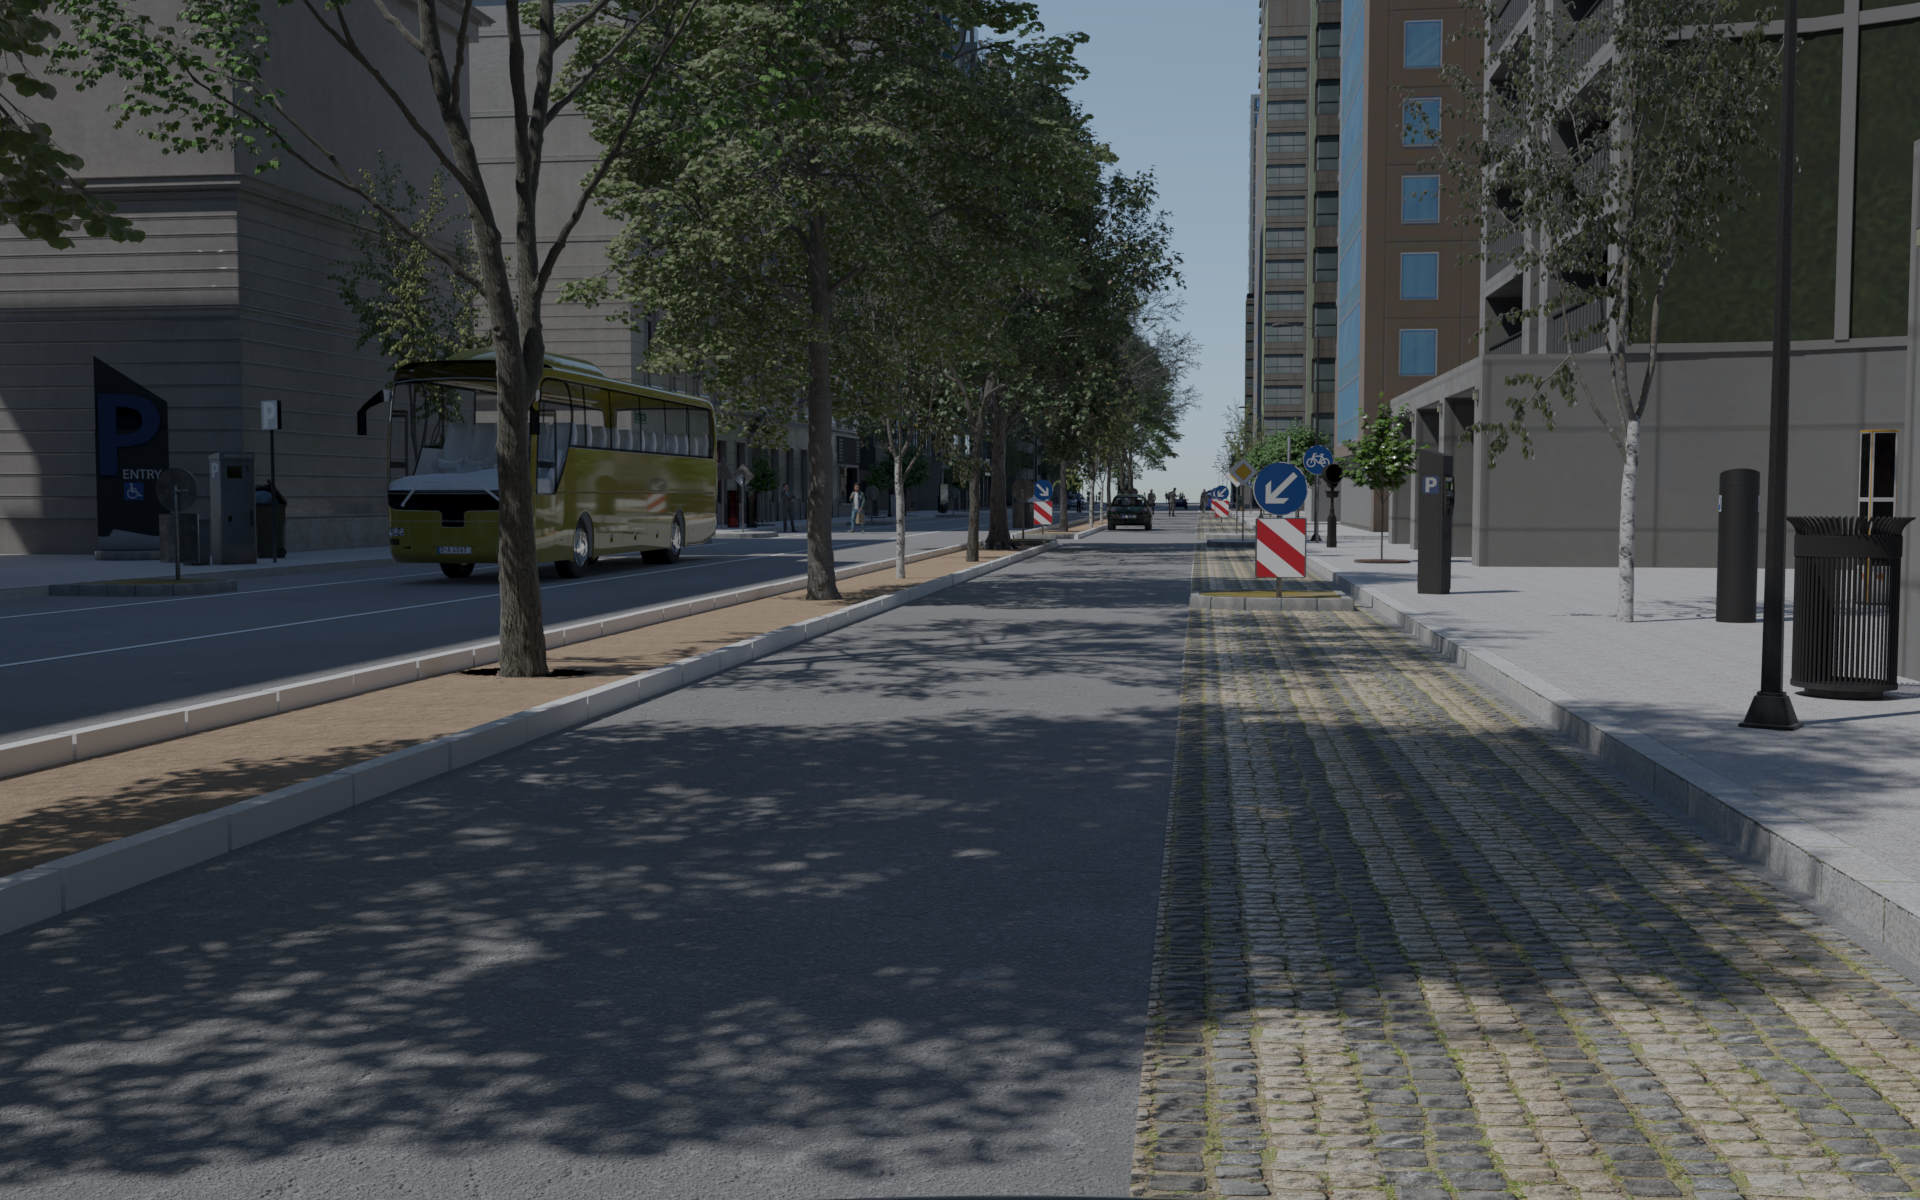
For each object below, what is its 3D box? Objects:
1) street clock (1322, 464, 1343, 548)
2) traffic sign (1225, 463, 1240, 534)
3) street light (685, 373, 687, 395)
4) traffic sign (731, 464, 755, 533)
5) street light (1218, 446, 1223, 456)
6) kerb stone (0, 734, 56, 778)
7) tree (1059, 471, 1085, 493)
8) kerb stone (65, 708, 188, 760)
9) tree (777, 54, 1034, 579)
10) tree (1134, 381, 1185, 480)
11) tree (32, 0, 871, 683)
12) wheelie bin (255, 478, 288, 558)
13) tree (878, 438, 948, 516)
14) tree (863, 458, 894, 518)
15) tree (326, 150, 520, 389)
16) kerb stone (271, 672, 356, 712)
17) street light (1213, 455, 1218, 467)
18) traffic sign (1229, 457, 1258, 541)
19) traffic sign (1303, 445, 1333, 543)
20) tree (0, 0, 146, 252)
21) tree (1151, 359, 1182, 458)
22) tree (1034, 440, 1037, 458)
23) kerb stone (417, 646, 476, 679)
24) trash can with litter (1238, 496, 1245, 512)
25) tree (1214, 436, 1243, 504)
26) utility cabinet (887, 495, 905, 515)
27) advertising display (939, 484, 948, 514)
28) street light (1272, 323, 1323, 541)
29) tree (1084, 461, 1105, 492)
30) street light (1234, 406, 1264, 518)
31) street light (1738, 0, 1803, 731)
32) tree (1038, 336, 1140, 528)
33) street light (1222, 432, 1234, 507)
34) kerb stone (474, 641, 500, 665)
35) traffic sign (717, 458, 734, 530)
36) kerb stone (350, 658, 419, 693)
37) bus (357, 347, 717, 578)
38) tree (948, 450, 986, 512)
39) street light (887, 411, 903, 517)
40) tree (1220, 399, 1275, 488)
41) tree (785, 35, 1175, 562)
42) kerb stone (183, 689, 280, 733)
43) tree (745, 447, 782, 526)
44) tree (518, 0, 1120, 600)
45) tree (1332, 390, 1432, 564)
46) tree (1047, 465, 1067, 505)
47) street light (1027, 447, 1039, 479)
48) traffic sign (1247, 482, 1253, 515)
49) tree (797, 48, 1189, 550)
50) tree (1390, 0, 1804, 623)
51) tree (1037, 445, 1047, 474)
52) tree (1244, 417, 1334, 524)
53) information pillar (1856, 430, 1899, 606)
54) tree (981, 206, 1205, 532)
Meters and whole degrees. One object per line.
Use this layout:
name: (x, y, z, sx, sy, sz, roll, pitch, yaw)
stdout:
street clock: (8.905, -2.255, 41.441, 0.471, 2.002, 0.358, -1, 4, -13)
traffic sign: (8.835, -3.157, 55.254, 0.795, 2.450, 0.064, 0, 4, 8)
street light: (-8.595, -5.207, 57.679, 1.470, 5.913, 1.316, 0, 4, 8)
traffic sign: (-7.204, -3.293, 57.489, 0.795, 2.450, 0.064, 0, 4, 8)
street light: (25.947, -11.917, 167.390, 1.470, 5.913, 1.316, 0, 4, 8)
kerb stone: (-4.864, 0.824, 8.758, 0.120, 0.150, 1.000, 0, 4, 8)
tree: (15.059, -15.240, 232.892, 4.285, 4.588, 4.351, 0, 3, 0)
kerb stone: (-4.717, 0.760, 9.769, 0.120, 0.150, 1.000, 0, 4, 8)
tree: (-1.017, -4.642, 28.714, 4.360, 8.622, 3.978, 0, 3, 0)
tree: (12.543, -12.597, 126.543, 7.486, 12.596, 7.792, 0, 3, 0)
tree: (-3.525, -5.211, 13.412, 9.928, 11.665, 9.643, 0, 3, 0)
wheelie bin: (-13.859, -1.642, 34.749, 0.693, 1.594, 0.980, -2, 4, -23)
tree: (-3.213, -7.187, 101.227, 4.285, 4.588, 4.351, 0, 3, 0)
tree: (-4.316, -5.977, 92.332, 1.663, 3.219, 1.824, 0, 3, 0)
tree: (-11.680, -5.357, 37.949, 4.737, 8.622, 4.395, 0, 3, 0)
kerb stone: (-4.434, 0.635, 11.808, 0.120, 0.150, 1.000, 0, 4, 8)
street light: (31.060, -14.221, 205.050, 1.470, 5.913, 1.316, 0, 4, 8)
traffic sign: (7.739, -2.673, 47.344, 0.795, 2.450, 0.064, 0, 4, 8)
traffic sign: (9.365, -2.767, 45.346, 0.768, 2.556, 0.104, 1, 4, 15)
tree: (-4.497, -5.141, 4.644, 7.486, 12.596, 7.792, 0, 3, 0)
tree: (11.568, -11.598, 117.832, 9.928, 11.665, 9.643, 0, 3, 0)
tree: (3.756, -12.242, 150.513, 4.360, 8.622, 3.978, 0, 3, 0)
kerb stone: (-4.158, 0.511, 13.843, 0.120, 0.150, 1.000, 0, 4, 8)
trash can with litter: (20.771, -7.109, 127.619, 0.624, 1.170, 1.055, -1, 4, -10)
tree: (33.860, -16.247, 216.003, 4.360, 8.622, 3.978, 0, 3, 0)
utility cabinet: (-3.908, -5.789, 105.817, 1.020, 1.237, 0.306, -2, 4, -24)
advertising display: (-1.077, -6.650, 113.934, 0.123, 1.923, 0.974, 2, 4, 31)
street light: (9.165, -4.560, 47.098, 1.470, 5.913, 1.316, 0, 4, 8)
tree: (21.547, -20.112, 279.200, 4.360, 8.622, 3.978, 0, 3, 0)
street light: (15.382, -7.275, 91.479, 1.470, 5.913, 1.316, 0, 4, 8)
street light: (3.937, -2.258, 9.454, 1.470, 5.913, 1.316, 0, 4, 8)
tree: (5.549, -7.367, 73.277, 4.737, 8.622, 4.395, 0, 3, 0)
street light: (20.529, -9.578, 129.135, 1.470, 5.913, 1.316, 0, 4, 8)
kerb stone: (-4.009, 0.451, 14.855, 0.120, 0.150, 1.000, 0, 4, 8)
traffic sign: (-8.535, -3.808, 62.266, 0.884, 2.594, 0.081, 1, 4, 16)
kerb stone: (-4.306, 0.573, 12.830, 0.120, 0.150, 1.000, 0, 4, 8)
bus: (-7.297, -2.522, 32.781, 2.896, 3.916, 12.252, 0, 4, 6)
tree: (0.256, -8.761, 126.957, 4.285, 4.588, 4.351, 0, 3, 0)
street light: (-3.357, -7.542, 95.846, 1.470, 5.913, 1.316, 0, 4, 8)
tree: (21.971, -11.166, 132.925, 4.737, 8.622, 4.395, 0, 3, 0)
tree: (0.190, -6.049, 35.773, 8.767, 10.594, 7.601, 0, 4, 8)
kerb stone: (-4.576, 0.702, 10.790, 0.120, 0.150, 1.000, 0, 4, 8)
tree: (-8.120, -4.617, 70.085, 1.663, 3.219, 1.824, 0, 3, 0)
tree: (-1.819, -6.237, 22.566, 7.486, 12.596, 7.792, 0, 3, 0)
tree: (7.895, -2.313, 32.426, 1.663, 3.219, 1.824, 0, 3, 0)
tree: (10.979, -15.516, 204.042, 4.360, 8.622, 3.978, 0, 3, 0)
street light: (7.202, -12.190, 171.848, 1.470, 5.913, 1.316, 0, 4, 8)
traffic sign: (18.217, -6.626, 108.444, 0.768, 2.556, 0.104, 1, 4, 17)
tree: (0.992, -7.639, 44.370, 9.611, 12.733, 9.660, 0, 3, 0)
tree: (6.635, -4.095, 17.312, 4.360, 8.622, 3.978, 0, 3, 0)
tree: (5.150, -12.849, 160.449, 4.360, 8.622, 3.978, 0, 3, 0)
tree: (14.381, -5.508, 73.777, 4.285, 4.588, 4.351, 0, 3, 0)
information pillar: (10.551, -0.944, 19.932, 0.304, 2.012, 0.304, 0, 4, 3)
tree: (3.885, -9.296, 64.820, 12.009, 13.543, 11.850, 0, 3, 0)
